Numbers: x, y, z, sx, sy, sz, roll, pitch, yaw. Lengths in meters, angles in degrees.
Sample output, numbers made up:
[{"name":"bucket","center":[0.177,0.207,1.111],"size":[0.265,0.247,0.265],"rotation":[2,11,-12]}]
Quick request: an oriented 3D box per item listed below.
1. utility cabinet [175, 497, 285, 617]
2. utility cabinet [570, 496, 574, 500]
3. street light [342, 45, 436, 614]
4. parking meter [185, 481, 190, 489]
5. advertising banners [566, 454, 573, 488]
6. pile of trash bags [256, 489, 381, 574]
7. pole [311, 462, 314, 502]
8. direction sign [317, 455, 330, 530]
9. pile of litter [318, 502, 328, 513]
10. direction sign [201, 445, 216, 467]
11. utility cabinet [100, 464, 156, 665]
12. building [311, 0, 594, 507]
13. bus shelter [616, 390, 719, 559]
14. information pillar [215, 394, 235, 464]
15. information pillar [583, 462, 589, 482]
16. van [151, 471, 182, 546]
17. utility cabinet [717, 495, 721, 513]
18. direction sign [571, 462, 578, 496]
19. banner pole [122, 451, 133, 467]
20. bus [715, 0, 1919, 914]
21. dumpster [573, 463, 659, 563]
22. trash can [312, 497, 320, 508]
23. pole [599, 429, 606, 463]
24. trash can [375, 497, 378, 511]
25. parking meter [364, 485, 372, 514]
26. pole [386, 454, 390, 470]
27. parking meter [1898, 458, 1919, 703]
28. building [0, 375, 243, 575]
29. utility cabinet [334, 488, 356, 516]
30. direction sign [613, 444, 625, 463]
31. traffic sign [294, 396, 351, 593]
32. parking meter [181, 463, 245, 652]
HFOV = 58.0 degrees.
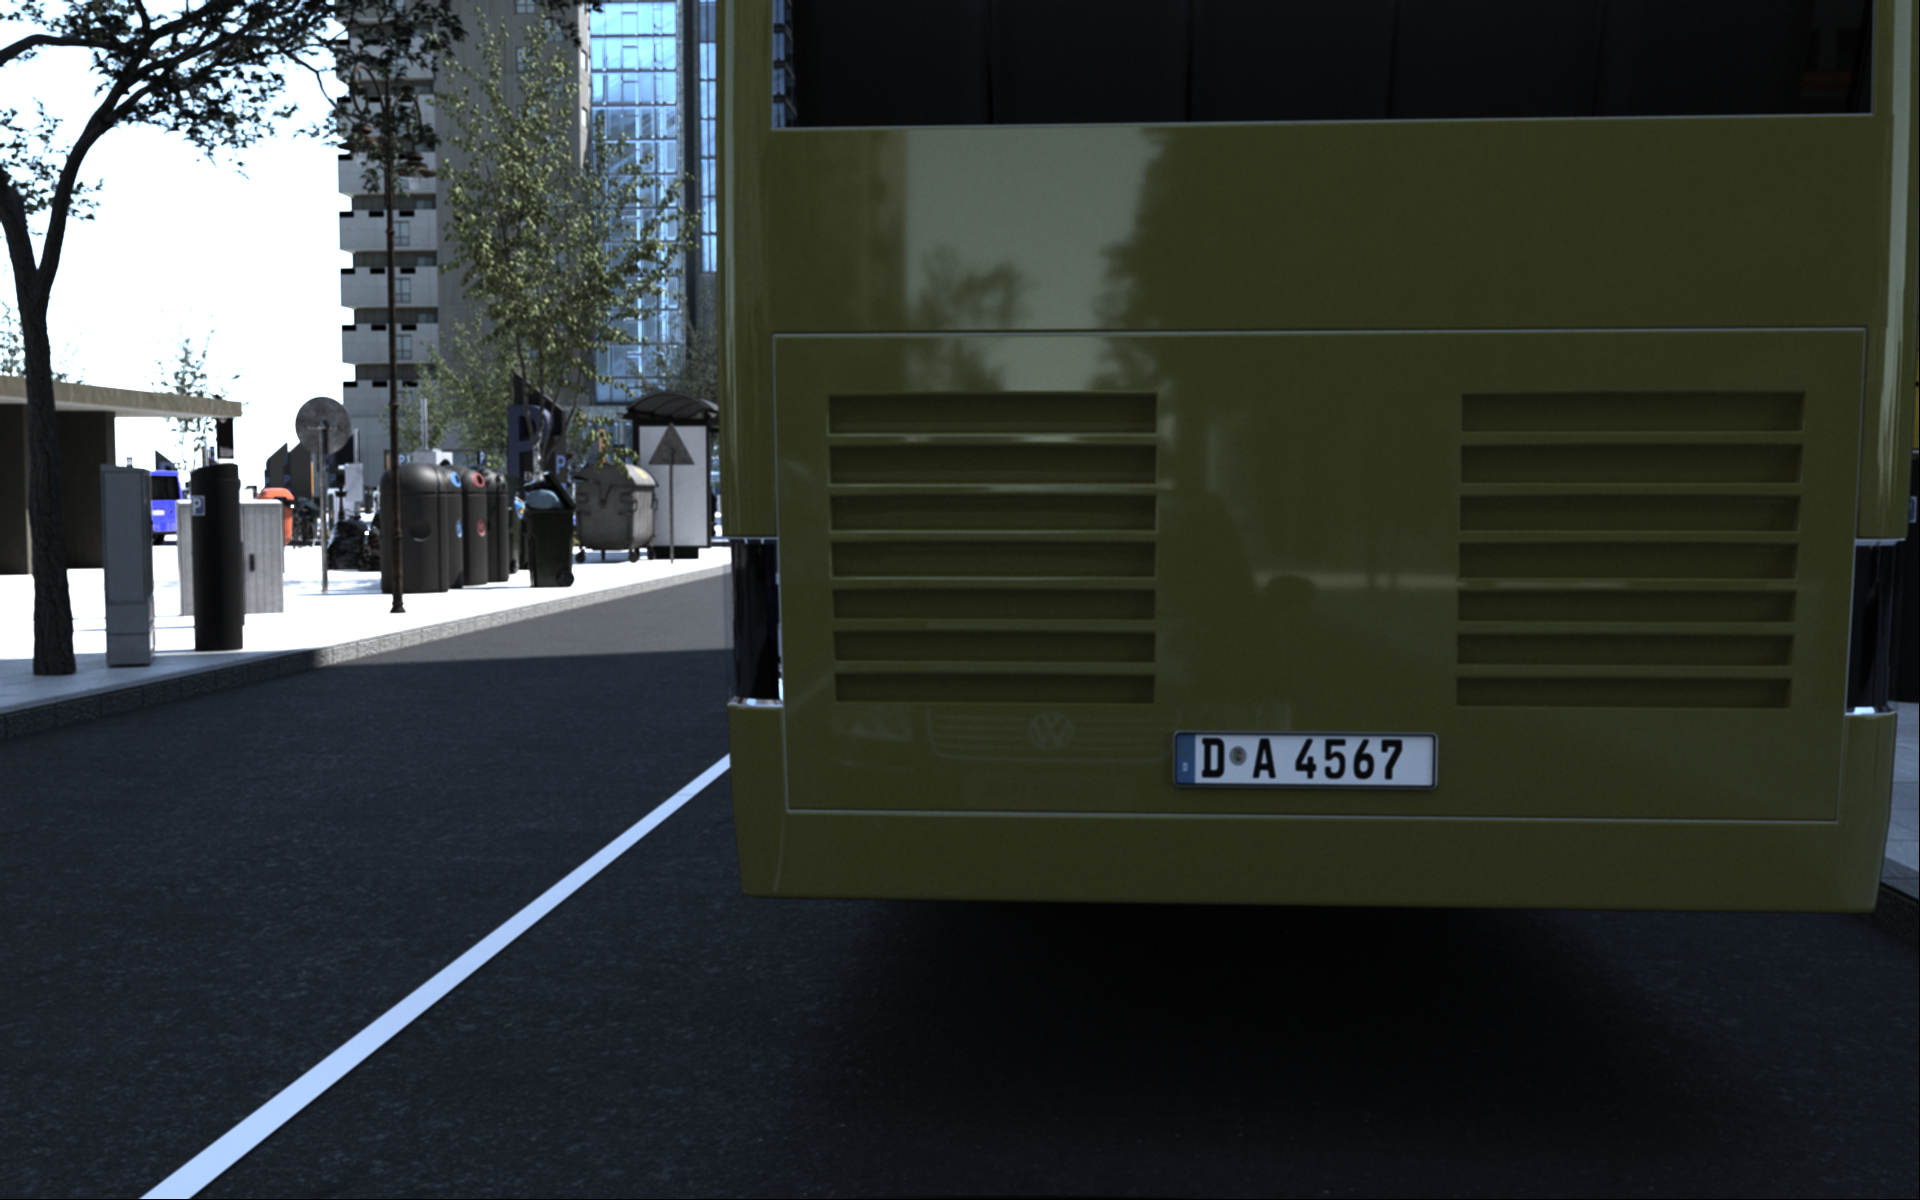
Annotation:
[{"name":"utility cabinet","center":[-7.757,-0.444,18.423],"size":[1.020,1.237,0.306],"rotation":[-2,4,-31]},{"name":"utility cabinet","center":[-15.462,-3.458,67.694],"size":[0.306,1.237,1.020],"rotation":[1,4,14]},{"name":"street light","center":[-6.060,-2.795,18.492],"size":[0.468,5.910,1.993],"rotation":[0,4,4]},{"name":"parking meter","center":[-35.048,-4.474,78.863],"size":[0.255,1.863,0.399],"rotation":[3,5,44]},{"name":"advertising banners","center":[-17.151,-4.775,74.257],"size":[0.090,3.025,2.074],"rotation":[1,4,20]},{"name":"pile of trash bags","center":[-10.083,-1.183,29.094],"size":[3.447,1.369,1.912],"rotation":[-3,5,-44]},{"name":"pole","center":[-40.580,-7.006,108.396],"size":[0.158,3.312,0.155],"rotation":[0,3,0]},{"name":"direction sign","center":[-22.204,-4.185,60.428],"size":[0.876,3.537,0.379],"rotation":[3,5,43]},{"name":"pile of litter","center":[-42.596,-6.199,115.320],"size":[1.176,0.858,1.719],"rotation":[3,5,40]},{"name":"direction sign","center":[-35.013,-5.429,80.767],"size":[0.379,3.537,0.876],"rotation":[1,4,17]},{"name":"utility cabinet","center":[-6.367,-0.283,13.305],"size":[0.318,1.500,1.173],"rotation":[-1,4,-23]},{"name":"building","center":[-48.057,-36.060,178.819],"size":[27.495,52.752,28.713],"rotation":[0,4,4]},{"name":"bus shelter","center":[-5.542,-2.613,36.653],"size":[2.014,3.302,5.546],"rotation":[0,4,4]},{"name":"information pillar","center":[-17.272,-3.020,40.724],"size":[0.183,3.616,0.504],"rotation":[1,4,22]},{"name":"information pillar","center":[-26.892,-8.153,124.659],"size":[0.504,3.616,0.183],"rotation":[-2,4,-27]},{"name":"van","center":[-23.308,-2.517,45.536],"size":[5.245,2.365,2.240],"rotation":[0,4,3]},{"name":"utility cabinet","center":[-16.096,-6.421,116.142],"size":[0.306,1.237,1.020],"rotation":[-1,4,-14]},{"name":"direction sign","center":[-27.514,-7.990,122.633],"size":[0.876,3.537,0.379],"rotation":[-1,4,-17]},{"name":"banner pole","center":[-48.899,-6.834,101.745],"size":[0.401,3.779,0.863],"rotation":[2,4,31]},{"name":"bus","center":[1.099,-1.108,9.670],"size":[2.896,3.916,12.252],"rotation":[0,4,4]},{"name":"dumpster","center":[-6.521,-1.653,32.778],"size":[1.264,1.857,1.865],"rotation":[0,4,4]},{"name":"trash can","center":[-36.016,-5.253,97.542],"size":[0.748,1.137,0.748],"rotation":[0,3,0]},{"name":"pole","center":[-11.171,-3.688,54.142],"size":[0.158,3.312,0.155],"rotation":[0,3,0]},{"name":"trash can","center":[-24.503,-3.792,73.652],"size":[0.748,1.137,0.748],"rotation":[0,3,0]},{"name":"parking meter","center":[-37.282,-6.323,109.095],"size":[0.399,1.863,0.255],"rotation":[2,4,32]},{"name":"pole","center":[-29.466,-5.836,89.257],"size":[0.158,3.312,0.155],"rotation":[0,3,0]},{"name":"parking meter","center":[5.940,-0.143,10.746],"size":[0.372,1.533,0.369],"rotation":[0,3,0]},{"name":"building","center":[-28.456,-22.428,21.330],"size":[28.867,44.769,22.147],"rotation":[0,4,4]},{"name":"utility cabinet","center":[-23.881,-3.592,67.415],"size":[0.318,1.500,1.173],"rotation":[1,4,13]},{"name":"direction sign","center":[-15.540,-5.323,79.030],"size":[0.876,3.537,0.379],"rotation":[3,5,43]},{"name":"traffic sign","center":[-8.277,-1.369,22.497],"size":[0.768,2.556,0.104],"rotation":[0,4,6]},{"name":"parking meter","center":[-6.110,-0.356,14.239],"size":[0.372,1.533,0.369],"rotation":[0,3,0]}]
